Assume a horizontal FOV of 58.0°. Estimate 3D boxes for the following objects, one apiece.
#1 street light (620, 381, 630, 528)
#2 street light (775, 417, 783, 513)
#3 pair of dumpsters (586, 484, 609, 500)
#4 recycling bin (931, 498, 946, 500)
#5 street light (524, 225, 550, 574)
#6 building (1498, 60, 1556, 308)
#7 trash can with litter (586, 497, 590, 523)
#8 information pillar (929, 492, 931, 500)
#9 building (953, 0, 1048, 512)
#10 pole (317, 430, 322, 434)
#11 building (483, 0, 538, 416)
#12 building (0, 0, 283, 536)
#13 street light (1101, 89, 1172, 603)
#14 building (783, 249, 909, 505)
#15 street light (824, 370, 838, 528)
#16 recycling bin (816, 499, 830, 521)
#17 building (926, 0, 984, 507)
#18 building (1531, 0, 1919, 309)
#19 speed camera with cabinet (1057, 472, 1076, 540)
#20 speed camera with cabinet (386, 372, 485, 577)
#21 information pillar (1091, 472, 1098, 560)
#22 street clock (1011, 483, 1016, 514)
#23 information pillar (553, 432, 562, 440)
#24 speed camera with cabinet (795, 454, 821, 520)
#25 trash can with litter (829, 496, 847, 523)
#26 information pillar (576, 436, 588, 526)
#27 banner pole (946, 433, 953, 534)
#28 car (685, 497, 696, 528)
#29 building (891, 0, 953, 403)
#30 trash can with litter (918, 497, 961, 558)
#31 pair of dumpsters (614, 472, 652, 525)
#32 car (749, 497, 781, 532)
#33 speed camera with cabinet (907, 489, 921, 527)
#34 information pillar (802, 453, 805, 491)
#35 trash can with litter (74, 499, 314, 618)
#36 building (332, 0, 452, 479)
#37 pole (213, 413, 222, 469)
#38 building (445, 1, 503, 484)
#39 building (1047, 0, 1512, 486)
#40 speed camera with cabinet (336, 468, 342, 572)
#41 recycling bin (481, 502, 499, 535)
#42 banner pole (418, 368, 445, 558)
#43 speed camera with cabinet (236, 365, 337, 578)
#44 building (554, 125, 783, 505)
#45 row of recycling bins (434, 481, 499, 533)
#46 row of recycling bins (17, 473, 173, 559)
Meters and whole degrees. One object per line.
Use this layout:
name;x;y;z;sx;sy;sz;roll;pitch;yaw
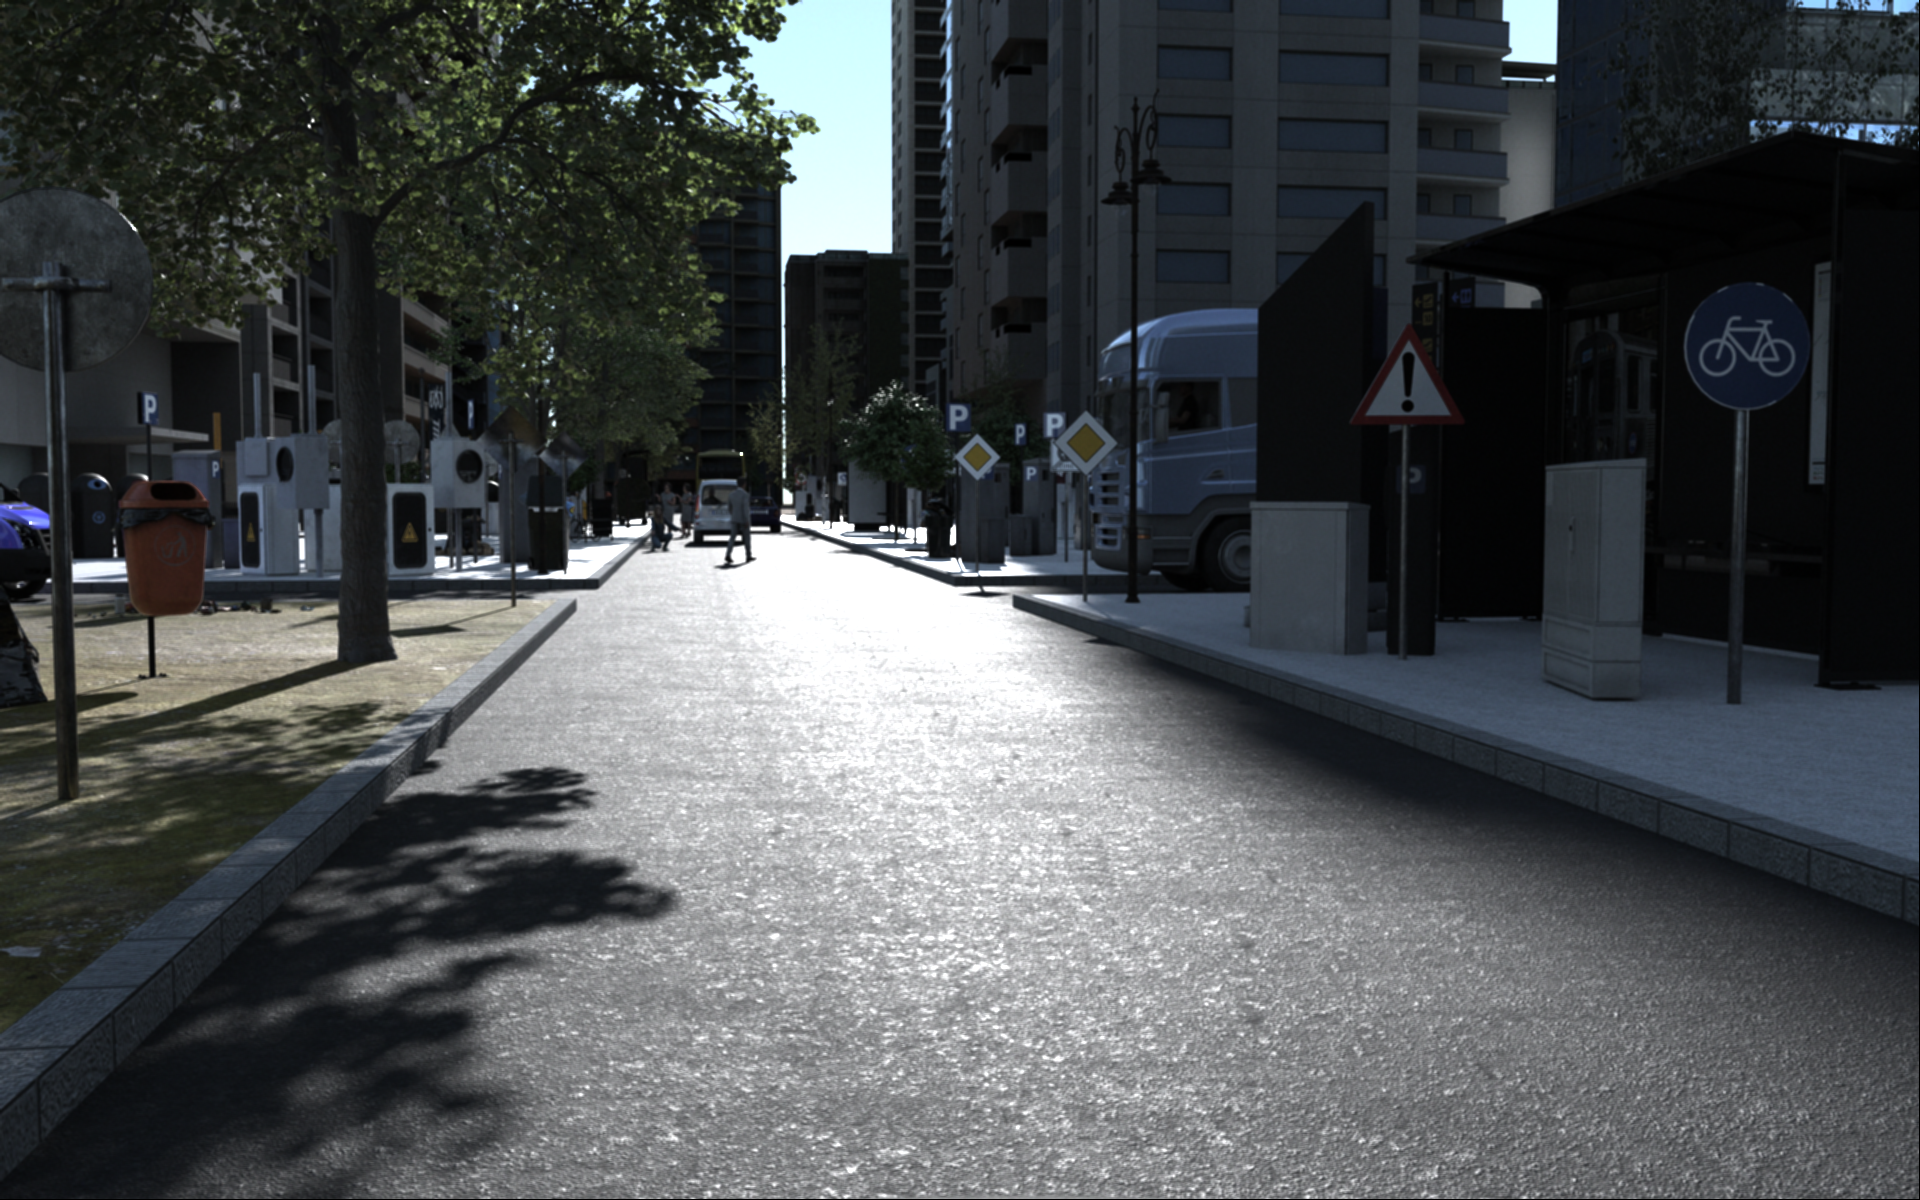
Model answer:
street light;-12.522;-5.650;65.167;0.468;5.910;1.993;-1;4;-9
street light;-10.676;-7.933;102.494;0.468;5.910;1.993;-1;4;-9
pair of dumpsters;-20.402;-5.751;96.524;1.574;2.255;4.437;-1;4;-9
recycling bin;-1.300;-5.404;100.905;0.722;1.027;0.722;2;4;33
street light;-6.705;-3.356;27.663;0.468;5.910;1.993;-1;4;-9
building;49.204;-29.554;166.796;14.086;41.232;14.154;-1;4;-9
trash can with litter;-16.408;-3.931;75.662;0.624;1.170;1.055;0;4;5
information pillar;-1.397;-4.314;75.030;0.304;2.012;0.304;0;4;4
building;14.666;-32.596;122.181;28.713;52.752;27.495;-1;4;-9
pole;-20.295;-3.744;55.055;0.158;3.312;0.155;0;3;0
building;-65.475;-54.386;201.881;31.000;86.520;22.319;-1;4;-9
building;-37.993;-28.410;53.742;28.713;52.752;27.495;-1;4;-9
street light;2.043;-2.907;20.324;0.468;5.910;1.993;-1;4;-9
building;-13.753;-26.674;207.814;14.107;30.474;14.160;-1;4;-9
street light;-4.819;-5.614;64.572;0.468;5.910;1.993;-1;4;-9
recycling bin;-6.454;-4.286;82.630;0.722;1.027;0.722;1;4;9
building;6.626;-51.268;150.902;22.319;86.520;31.000;-1;4;-9
building;34.657;-45.474;56.167;31.000;86.520;22.319;-1;4;-9
speed camera with cabinet;2.997;-3.354;49.180;0.660;3.252;2.038;1;4;19
speed camera with cabinet;-8.501;-2.029;27.517;0.660;3.252;2.038;2;4;32
information pillar;2.730;-1.796;33.860;0.304;2.012;0.304;1;4;11
street clock;3.016;-5.708;97.890;0.358;2.002;0.471;0;4;6
information pillar;-14.429;-4.337;62.265;0.183;3.616;0.504;2;4;28
speed camera with cabinet;-7.443;-5.552;85.107;0.660;3.252;2.038;1;4;18
trash can with litter;-5.385;-4.086;78.195;1.055;1.170;0.624;1;4;15
information pillar;-15.356;-4.823;70.213;0.183;3.616;0.504;3;5;41
banner pole;-0.649;-4.034;55.980;0.863;3.779;0.401;-1;4;-10
car;-10.979;-3.785;74.468;1.945;1.354;3.894;-1;4;-10
building;2.882;-47.361;212.610;20.611;71.187;20.563;-1;4;-9
trash can with litter;-0.307;-1.443;34.983;0.624;1.170;1.055;3;4;38
pair of dumpsters;-13.853;-4.335;73.375;1.574;2.255;4.437;-1;4;-9
car;-7.762;-3.261;65.903;1.945;1.354;3.894;-1;4;-10
speed camera with cabinet;-1.939;-4.549;68.713;0.660;3.252;2.038;0;4;6
information pillar;-8.909;-6.554;98.509;0.183;3.616;0.504;-1;4;-11
trash can with litter;-8.216;-0.470;18.745;2.233;1.210;1.678;0;4;-6
building;-44.553;-29.650;108.473;21.300;48.544;21.600;-1;4;-9
pole;-18.594;-3.032;43.419;0.158;3.312;0.155;0;3;0
building;-48.394;-30.694;151.955;14.200;45.320;14.600;-1;4;-9
building;15.292;-33.616;91.622;21.231;58.520;28.212;-1;4;-9
speed camera with cabinet;-10.805;-2.095;28.596;2.038;3.252;0.660;0;4;-3
recycling bin;-14.864;-2.576;54.676;0.722;1.027;0.722;1;4;10
banner pole;-10.552;-2.726;34.591;0.401;3.779;0.863;2;4;26
speed camera with cabinet;-10.566;-1.997;26.991;2.038;3.252;0.660;3;5;44
building;-35.732;-33.858;208.206;28.867;44.769;22.147;-1;4;-9
row of recycling bins;-15.730;-3.018;56.451;3.534;1.692;1.069;2;4;26
row of recycling bins;-17.082;-1.702;34.939;1.069;1.692;3.534;3;5;42
